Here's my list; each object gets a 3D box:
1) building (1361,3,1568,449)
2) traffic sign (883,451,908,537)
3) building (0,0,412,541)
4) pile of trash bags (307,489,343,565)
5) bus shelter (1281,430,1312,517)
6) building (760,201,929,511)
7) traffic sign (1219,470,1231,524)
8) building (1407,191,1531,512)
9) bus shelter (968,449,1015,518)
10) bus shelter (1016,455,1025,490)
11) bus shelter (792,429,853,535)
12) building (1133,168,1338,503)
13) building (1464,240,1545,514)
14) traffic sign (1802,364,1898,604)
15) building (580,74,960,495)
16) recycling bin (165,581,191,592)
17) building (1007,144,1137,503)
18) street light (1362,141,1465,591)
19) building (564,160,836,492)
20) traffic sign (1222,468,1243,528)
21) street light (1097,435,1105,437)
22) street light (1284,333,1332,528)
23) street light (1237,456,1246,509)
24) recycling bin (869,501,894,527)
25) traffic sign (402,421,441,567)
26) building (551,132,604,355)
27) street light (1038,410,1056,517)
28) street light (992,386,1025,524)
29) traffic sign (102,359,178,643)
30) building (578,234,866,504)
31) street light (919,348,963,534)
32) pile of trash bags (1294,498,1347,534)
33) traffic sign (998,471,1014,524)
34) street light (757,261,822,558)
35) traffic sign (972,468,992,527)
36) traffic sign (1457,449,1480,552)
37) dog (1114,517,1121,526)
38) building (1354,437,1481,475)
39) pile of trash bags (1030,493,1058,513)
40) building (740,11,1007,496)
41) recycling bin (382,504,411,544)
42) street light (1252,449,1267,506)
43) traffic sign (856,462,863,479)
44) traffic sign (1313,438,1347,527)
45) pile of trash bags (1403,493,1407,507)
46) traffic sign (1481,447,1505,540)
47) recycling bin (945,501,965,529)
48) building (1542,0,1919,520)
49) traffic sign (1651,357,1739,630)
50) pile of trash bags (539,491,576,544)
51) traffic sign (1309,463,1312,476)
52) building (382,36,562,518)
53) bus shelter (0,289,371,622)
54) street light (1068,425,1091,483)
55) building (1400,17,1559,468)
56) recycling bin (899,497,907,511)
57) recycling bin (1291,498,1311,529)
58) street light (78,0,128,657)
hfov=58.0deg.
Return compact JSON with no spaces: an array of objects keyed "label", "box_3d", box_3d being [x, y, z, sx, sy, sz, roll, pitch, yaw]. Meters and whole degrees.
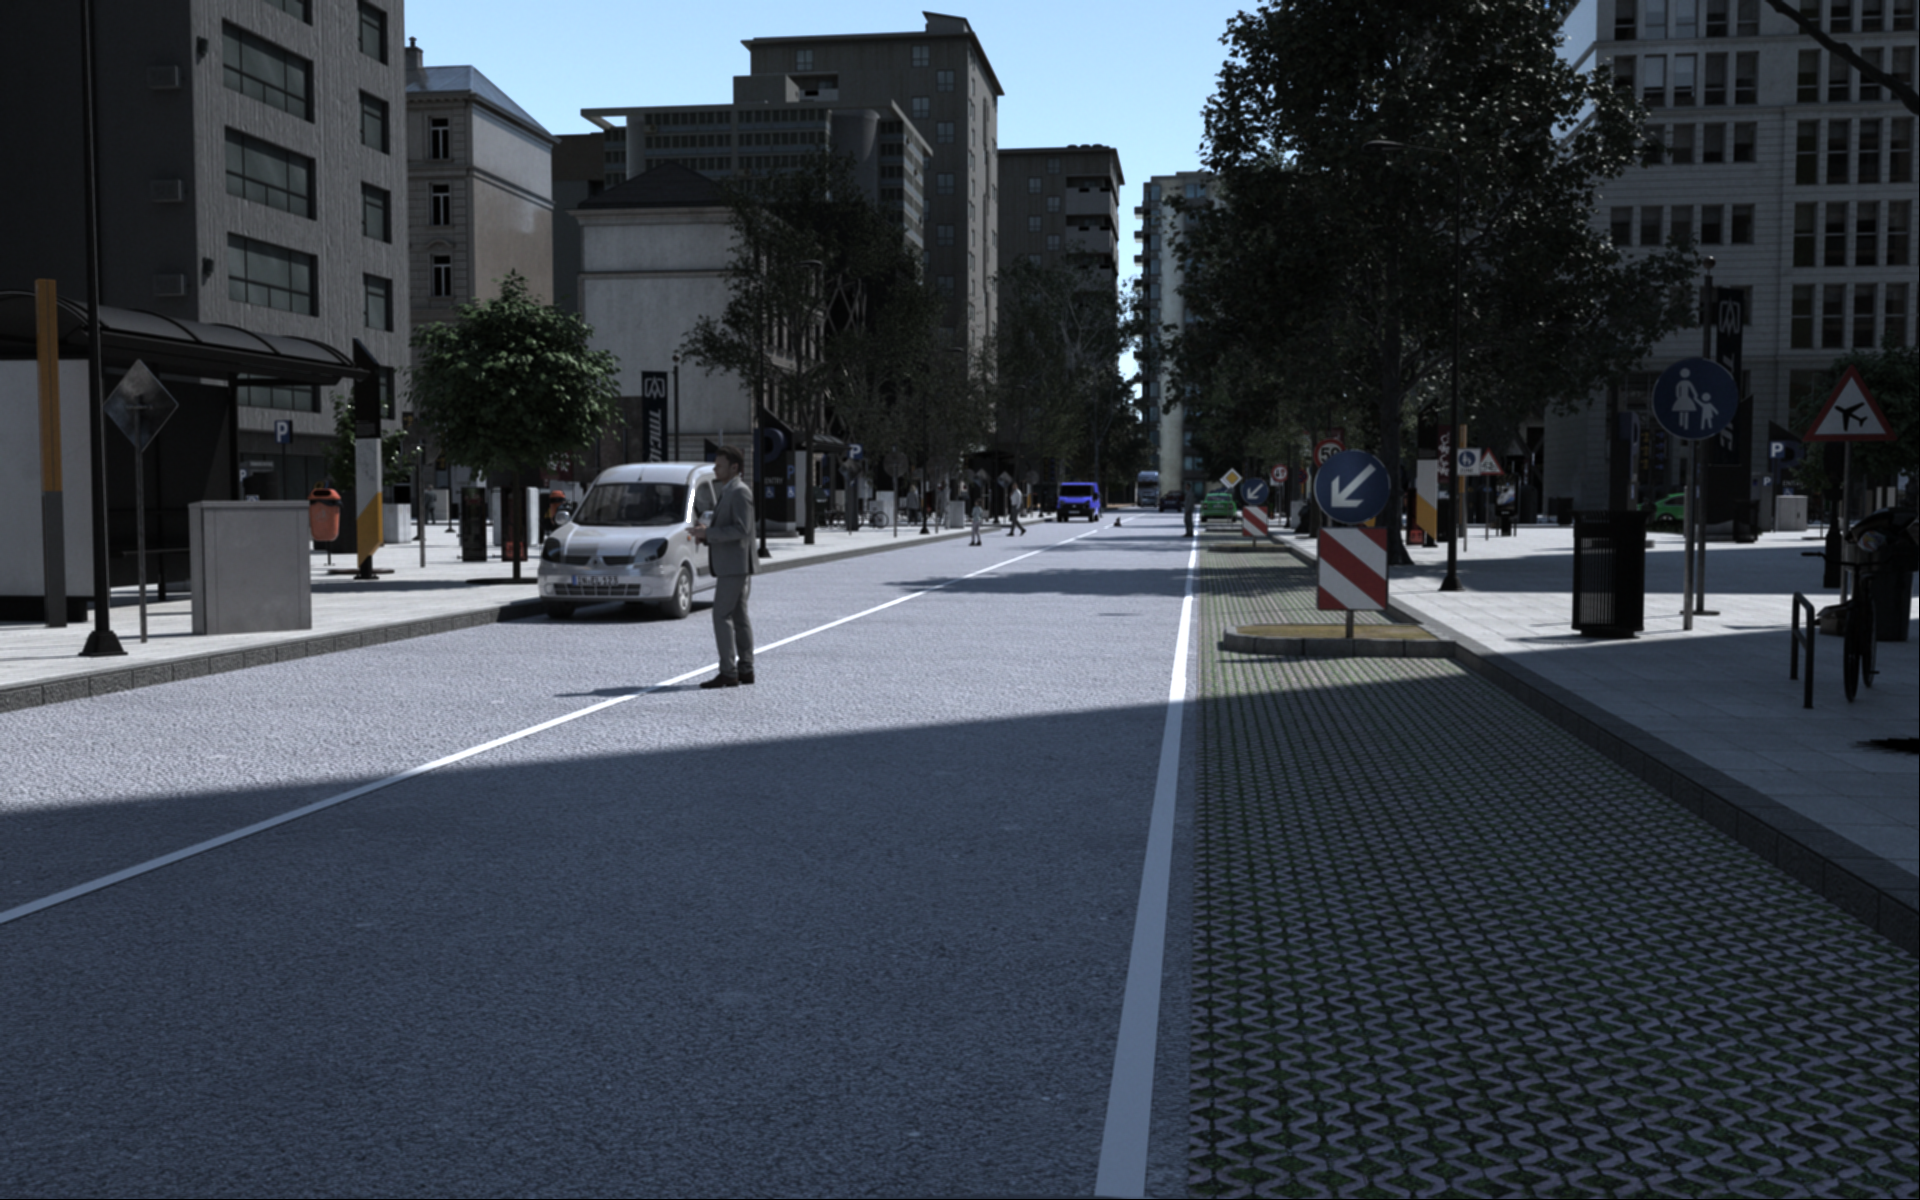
[{"label":"building","box_3d":[53.432,-52.672,173.863,22.319,86.520,31.000,0,4,8]},{"label":"traffic sign","box_3d":[-1.920,-3.136,51.373,0.768,2.556,0.104,1,4,15]},{"label":"building","box_3d":[-23.601,-16.863,47.413,14.107,30.474,14.160,0,4,8]},{"label":"pile of trash bags","box_3d":[-12.745,-1.288,30.817,3.447,1.369,1.912,0,4,-6]},{"label":"bus shelter","box_3d":[19.258,-7.434,99.173,2.179,5.291,8.768,0,4,8]},{"label":"building","box_3d":[-9.832,-18.976,139.929,12.332,23.373,15.834,0,4,8]},{"label":"traffic sign","box_3d":[11.384,-4.267,73.414,0.795,2.450,0.064,0,4,8]},{"label":"building","box_3d":[42.220,-19.358,134.528,12.078,24.808,19.932,0,4,8]},{"label":"bus shelter","box_3d":[1.660,-6.303,94.340,1.731,3.624,6.357,0,4,8]},{"label":"bus shelter","box_3d":[2.697,-6.868,103.576,1.731,3.624,6.357,0,4,8]},{"label":"bus shelter","box_3d":[-4.988,-3.804,56.126,2.014,3.302,5.546,0,4,8]},{"label":"building","box_3d":[41.009,-38.871,255.154,30.456,49.044,23.786,0,4,8]},{"label":"building","box_3d":[42.301,-15.179,115.626,16.820,18.784,16.811,0,4,8]},{"label":"traffic sign","box_3d":[8.950,-1.069,17.476,0.884,2.594,0.081,1,4,12]},{"label":"building","box_3d":[-16.552,-28.924,164.793,32.217,40.220,23.993,0,4,8]},{"label":"recycling bin","box_3d":[-10.142,-0.638,22.979,0.722,1.027,0.722,0,4,-2]},{"label":"building","box_3d":[12.507,-41.064,260.639,27.495,52.752,28.713,0,4,8]},{"label":"street light","box_3d":[5.989,-3.079,22.889,1.470,5.913,1.316,0,4,8]},{"label":"building","box_3d":[-14.319,-14.421,100.408,10.561,19.102,19.286,0,4,8]},{"label":"traffic sign","box_3d":[10.287,-3.784,65.504,0.795,2.450,0.064,0,4,8]},{"label":"street light","box_3d":[10.802,-10.074,137.245,1.470,5.913,1.316,0,4,8]},{"label":"street light","box_3d":[8.770,-4.352,43.691,1.470,5.913,1.316,0,4,8]},{"label":"street light","box_3d":[14.424,-6.862,84.733,1.470,5.913,1.316,0,4,8]},{"label":"recycling bin","box_3d":[-3.059,-3.350,67.328,0.722,1.027,0.722,3,4,36]},{"label":"traffic sign","box_3d":[-9.413,-1.845,30.268,0.768,2.556,0.104,1,4,13]},{"label":"building","box_3d":[-45.233,-34.323,211.292,14.200,45.320,14.600,0,4,8]},{"label":"street light","box_3d":[5.006,-7.503,95.211,1.470,5.913,1.316,0,4,8]},{"label":"street light","box_3d":[2.110,-6.238,74.533,1.470,5.913,1.316,0,4,8]},{"label":"traffic sign","box_3d":[-7.038,-0.837,14.870,0.795,2.450,0.064,1,4,17]},{"label":"building","box_3d":[-15.107,-15.368,118.714,16.820,18.784,16.811,0,4,8]},{"label":"street light","box_3d":[-0.600,-5.064,55.345,1.470,5.913,1.316,0,4,8]},{"label":"pile of trash bags","box_3d":[12.115,-2.795,55.446,1.912,1.369,3.447,-1,4,-13]},{"label":"traffic sign","box_3d":[1.933,-4.349,74.740,0.795,2.450,0.064,0,4,8]},{"label":"street light","box_3d":[-3.439,-3.800,34.672,1.470,5.913,1.316,0,4,8]},{"label":"traffic sign","box_3d":[0.835,-3.865,66.831,0.795,2.450,0.064,0,4,8]},{"label":"traffic sign","box_3d":[11.249,-2.225,38.503,0.606,2.300,0.079,1,4,10]},{"label":"dog","box_3d":[7.093,-3.488,77.216,0.550,0.427,0.748,2,4,27]},{"label":"building","box_3d":[52.436,-33.521,198.180,14.600,45.320,14.200,0,4,8]},{"label":"pile of trash bags","box_3d":[7.097,-7.528,132.837,3.447,1.369,1.912,1,4,11]},{"label":"building","box_3d":[-10.120,-37.339,199.723,27.495,52.752,28.713,0,4,8]},{"label":"recycling bin","box_3d":[-14.722,-1.978,44.892,0.722,1.027,0.722,1,4,12]},{"label":"street light","box_3d":[11.756,-5.641,64.779,1.470,5.913,1.316,0,4,8]},{"label":"traffic sign","box_3d":[-4.119,-4.079,66.805,0.768,2.556,0.104,1,4,16]},{"label":"traffic sign","box_3d":[8.416,-2.405,39.427,0.768,2.556,0.104,1,4,9]},{"label":"pile of trash bags","box_3d":[29.774,-6.142,110.166,3.447,1.369,1.912,-1,4,-14]},{"label":"traffic sign","box_3d":[14.620,-2.935,47.988,0.884,2.594,0.081,1,4,15]},{"label":"recycling bin","box_3d":[-0.193,-3.188,64.675,0.722,1.027,0.722,0,4,2]},{"label":"building","box_3d":[46.123,-18.970,87.651,29.804,29.767,11.434,0,4,8]},{"label":"traffic sign","box_3d":[6.871,-0.989,16.272,0.768,2.556,0.104,1,4,10]},{"label":"pile of trash bags","box_3d":[-10.873,-2.210,45.878,1.912,1.369,3.447,0,4,-6]},{"label":"traffic sign","box_3d":[13.334,-3.927,64.308,0.768,2.556,0.104,1,4,14]},{"label":"building","box_3d":[-37.096,-18.496,99.669,25.104,27.353,12.463,0,4,8]},{"label":"bus shelter","box_3d":[-9.002,-1.587,19.878,2.014,3.302,5.546,0,4,8]},{"label":"street light","box_3d":[7.804,-8.768,115.890,1.470,5.913,1.316,0,4,8]},{"label":"building","box_3d":[45.688,-28.736,153.424,14.154,41.232,14.086,0,4,8]},{"label":"recycling bin","box_3d":[-4.013,-7.070,128.141,0.722,1.027,0.722,-2,4,-33]},{"label":"recycling bin","box_3d":[12.568,-3.099,63.225,0.722,1.027,0.722,-2,4,-33]},{"label":"street light","box_3d":[-6.292,-2.508,13.541,1.470,5.913,1.316,0,4,8]}]
